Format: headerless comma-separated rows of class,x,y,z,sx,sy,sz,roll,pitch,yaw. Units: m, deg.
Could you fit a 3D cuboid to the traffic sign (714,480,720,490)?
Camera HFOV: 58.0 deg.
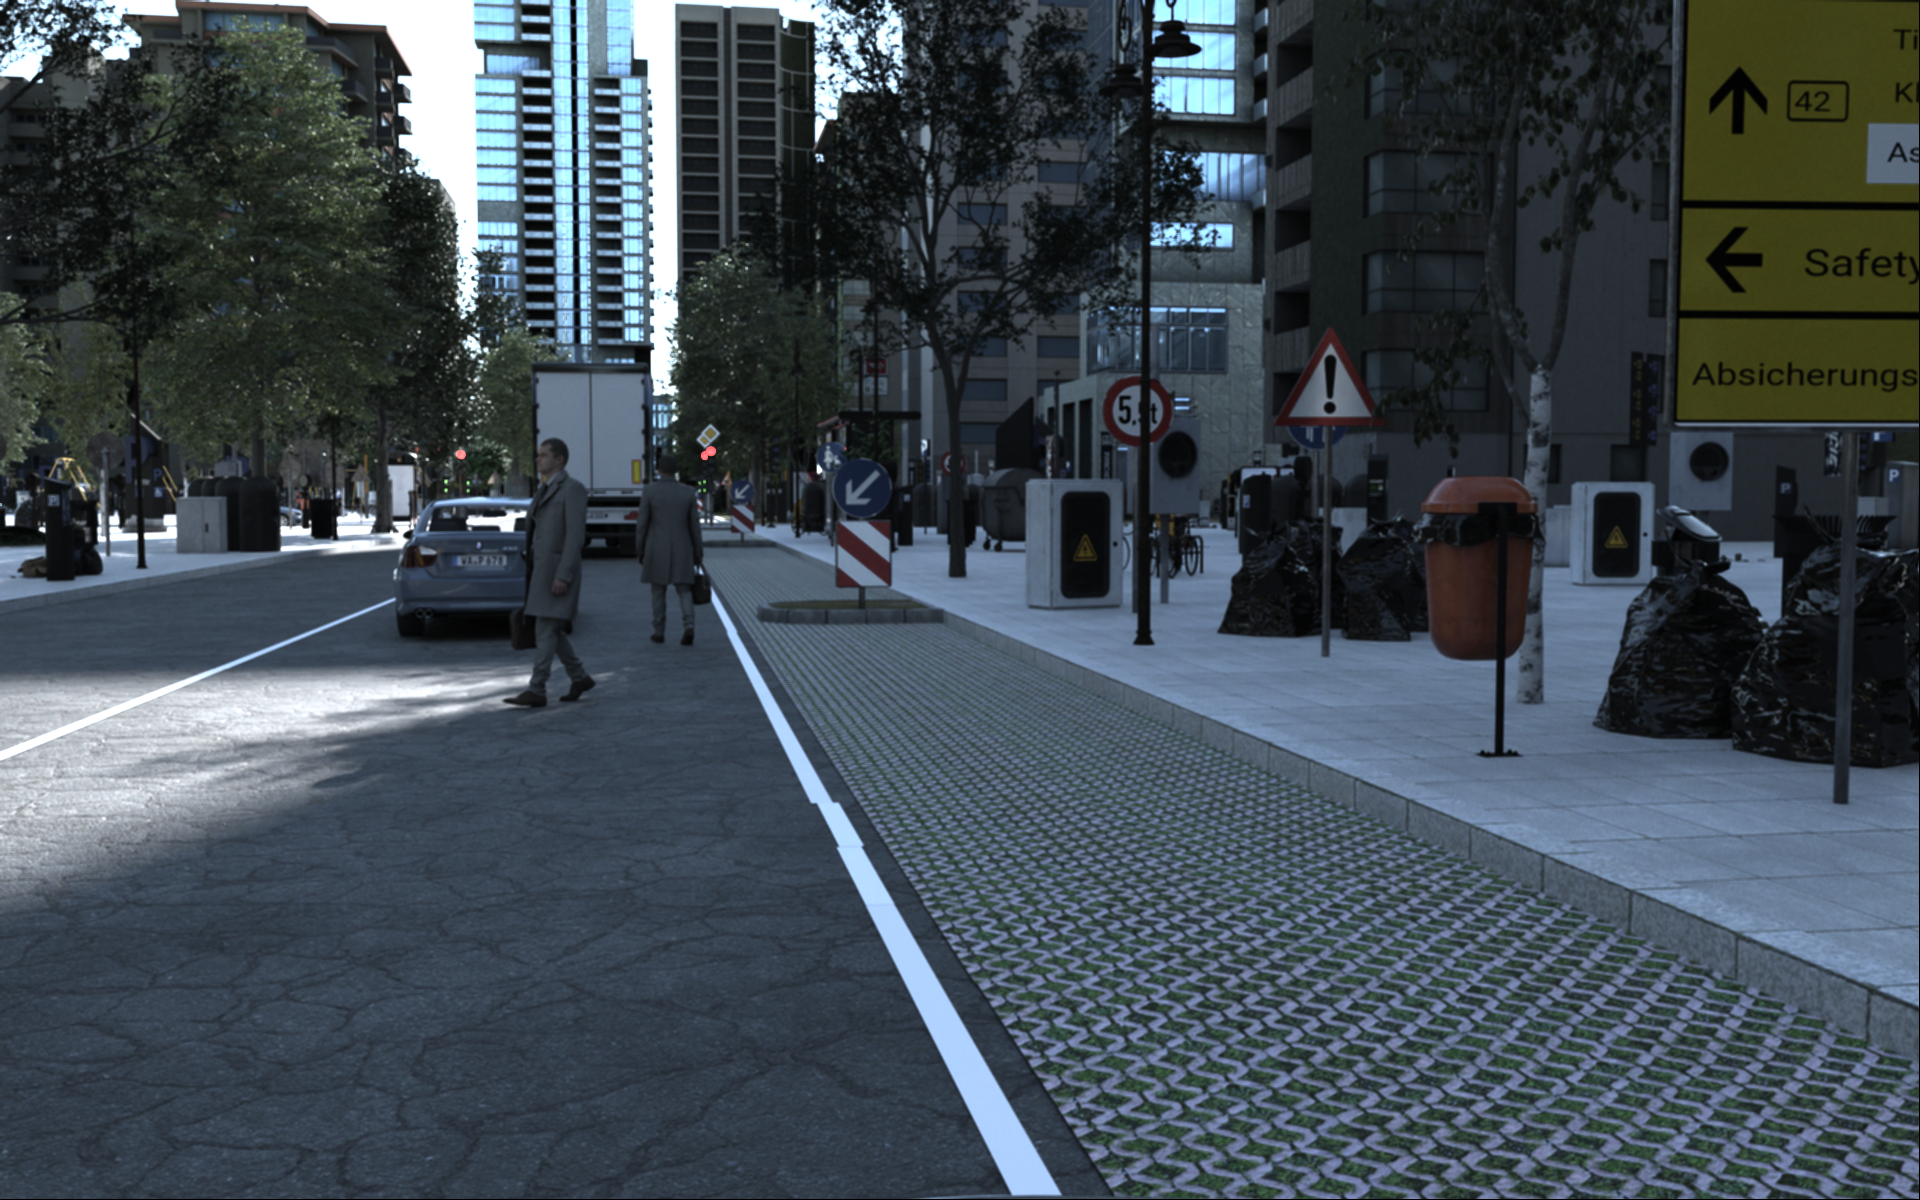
traffic sign,-21.212,-9.229,151.006,0.768,2.556,0.104,0,4,-3

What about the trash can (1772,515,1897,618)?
trash can,5.849,0.001,11.630,0.748,1.137,0.748,0,3,0

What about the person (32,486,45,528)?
person,-36.362,-3.678,68.411,0.659,1.850,0.755,0,4,2

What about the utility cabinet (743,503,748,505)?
utility cabinet,-11.393,-4.959,92.242,0.306,1.237,1.020,0,4,-4

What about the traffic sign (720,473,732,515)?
traffic sign,-14.144,-6.434,105.201,0.884,2.594,0.081,0,4,-2

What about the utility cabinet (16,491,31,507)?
utility cabinet,-68.281,-7.195,126.323,0.318,1.500,1.173,1,4,8

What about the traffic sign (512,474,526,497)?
traffic sign,-28.332,-6.802,111.209,0.884,2.594,0.081,0,4,-4

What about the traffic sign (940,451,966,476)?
traffic sign,-0.198,-3.092,50.654,0.768,2.556,0.104,0,4,-8

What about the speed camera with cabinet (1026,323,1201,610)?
speed camera with cabinet,1.758,-1.552,19.710,2.038,3.252,0.660,-2,4,-29

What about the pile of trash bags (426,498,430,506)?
pile of trash bags,-37.809,-6.750,120.118,3.447,1.369,1.912,-1,4,-13

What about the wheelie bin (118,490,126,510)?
wheelie bin,-41.097,-4.748,85.538,0.980,1.594,0.693,0,4,5

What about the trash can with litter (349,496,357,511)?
trash can with litter,-46.732,-7.505,134.101,1.055,1.170,0.624,-1,4,-17

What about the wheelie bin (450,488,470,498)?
wheelie bin,-24.482,-4.709,84.897,0.980,1.594,0.693,-1,4,-18

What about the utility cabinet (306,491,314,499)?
utility cabinet,-47.806,-7.201,126.413,1.173,1.500,0.318,-2,4,-26

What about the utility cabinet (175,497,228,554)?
utility cabinet,-16.405,-1.608,37.460,1.020,1.237,0.306,0,4,6

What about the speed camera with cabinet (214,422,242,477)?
speed camera with cabinet,-20.266,-3.309,48.438,0.660,3.252,2.038,0,4,-7

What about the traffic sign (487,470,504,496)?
traffic sign,-24.734,-5.638,92.184,0.884,2.594,0.081,0,4,-2

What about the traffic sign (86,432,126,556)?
traffic sign,-17.534,-2.170,35.580,0.768,2.556,0.104,0,4,-6

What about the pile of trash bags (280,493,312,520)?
pile of trash bags,-38.595,-5.381,97.732,3.447,1.369,1.912,-3,5,-45

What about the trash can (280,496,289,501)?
trash can,-45.132,-6.362,115.664,0.748,1.137,0.748,0,3,0

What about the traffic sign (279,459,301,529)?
traffic sign,-24.331,-3.840,62.890,0.768,2.556,0.104,0,4,-7

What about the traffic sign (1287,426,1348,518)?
traffic sign,4.127,-1.223,20.105,0.768,2.556,0.104,0,4,-7

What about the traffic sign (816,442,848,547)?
traffic sign,-3.116,-2.576,42.218,0.768,2.556,0.104,0,4,-5

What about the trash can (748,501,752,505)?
trash can,-10.609,-4.747,89.272,0.748,1.137,0.748,0,3,0

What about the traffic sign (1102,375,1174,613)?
traffic sign,1.899,-1.131,18.604,0.768,2.556,0.104,0,4,-1

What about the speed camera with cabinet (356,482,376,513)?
speed camera with cabinet,-39.598,-7.441,116.003,0.660,3.252,2.038,1,4,14

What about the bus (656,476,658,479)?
bus,-31.442,-10.965,174.136,2.948,3.499,13.247,-1,4,-9

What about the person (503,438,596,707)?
person,-2.802,-0.195,11.790,0.767,1.812,0.694,-3,4,-37

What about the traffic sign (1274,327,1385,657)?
traffic sign,2.886,-0.832,13.599,0.884,2.594,0.081,0,4,-4

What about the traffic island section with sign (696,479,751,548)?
traffic island section with sign,-6.044,-2.345,46.965,1.989,1.847,2.006,-1,4,-10

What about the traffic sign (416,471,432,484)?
traffic sign,-28.745,-5.681,92.893,0.884,2.594,0.081,0,3,0

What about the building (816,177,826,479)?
building,-8.171,-41.440,266.777,27.495,52.752,28.713,-1,4,-10

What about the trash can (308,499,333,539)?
trash can,-18.316,-2.328,49.710,0.748,1.137,0.748,0,3,0

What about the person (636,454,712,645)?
person,-2.761,-0.488,16.586,0.694,1.812,0.767,-1,4,-20

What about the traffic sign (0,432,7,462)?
traffic sign,-18.108,-1.963,32.208,0.768,2.556,0.104,0,4,-3

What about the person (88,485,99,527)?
person,-34.290,-3.641,68.455,0.576,1.772,0.534,1,4,16

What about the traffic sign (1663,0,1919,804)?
traffic sign,3.979,-0.809,7.101,2.265,3.308,0.079,0,4,-3

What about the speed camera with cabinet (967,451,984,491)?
speed camera with cabinet,1.390,-5.237,79.956,2.038,3.252,0.660,-1,4,-12

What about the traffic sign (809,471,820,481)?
traffic sign,-8.239,-5.951,97.406,0.768,2.556,0.104,0,4,0

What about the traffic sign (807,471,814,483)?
traffic sign,-8.288,-5.732,93.727,0.884,2.594,0.081,0,4,-1

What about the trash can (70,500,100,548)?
trash can,-21.031,-1.829,41.551,0.748,1.137,0.748,0,3,0

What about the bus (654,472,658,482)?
bus,-29.079,-10.181,158.004,2.896,3.916,12.252,-1,4,-8

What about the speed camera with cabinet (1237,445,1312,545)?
speed camera with cabinet,7.660,-2.922,42.107,0.660,3.252,2.038,-2,4,-35

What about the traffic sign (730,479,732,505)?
traffic sign,-15.000,-6.827,113.756,0.606,2.300,0.079,0,4,-2

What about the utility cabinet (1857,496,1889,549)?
utility cabinet,19.910,-1.638,37.938,0.306,1.237,1.020,0,4,-2

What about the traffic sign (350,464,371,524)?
traffic sign,-25.606,-4.526,74.006,0.884,2.594,0.081,0,4,-4

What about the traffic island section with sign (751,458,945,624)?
traffic island section with sign,-1.313,-0.690,19.902,1.989,1.847,2.006,-1,4,-10

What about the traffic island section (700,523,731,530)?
traffic island section,-11.272,-3.346,76.989,2.009,0.180,2.903,-1,4,-10

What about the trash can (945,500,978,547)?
trash can,-0.001,-1.848,41.867,0.748,1.137,0.748,0,3,0

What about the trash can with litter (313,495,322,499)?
trash can with litter,-40.470,-5.929,107.997,2.233,1.210,1.678,-3,4,-36

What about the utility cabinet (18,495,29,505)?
utility cabinet,-45.020,-4.410,83.263,0.306,1.237,1.020,-3,4,-39

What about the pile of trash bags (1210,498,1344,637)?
pile of trash bags,4.059,-0.421,16.637,1.912,1.369,3.447,3,5,41

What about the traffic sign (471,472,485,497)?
traffic sign,-25.395,-5.500,91.105,0.795,2.450,0.064,0,4,-3

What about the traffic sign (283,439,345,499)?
traffic sign,-24.089,-4.324,64.578,2.265,3.308,0.079,0,4,-2

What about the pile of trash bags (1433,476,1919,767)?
pile of trash bags,3.994,0.051,8.927,3.447,1.369,1.912,-1,4,-10

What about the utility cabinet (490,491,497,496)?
utility cabinet,-29.859,-6.214,110.277,0.318,1.500,1.173,1,4,10

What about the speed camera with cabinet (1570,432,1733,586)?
speed camera with cabinet,9.678,-1.829,24.240,2.038,3.252,0.660,0,4,1

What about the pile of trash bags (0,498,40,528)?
pile of trash bags,-35.906,-3.325,64.112,3.447,1.369,1.912,-1,4,-12

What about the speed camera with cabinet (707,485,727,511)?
speed camera with cabinet,-18.031,-8.336,130.629,2.038,3.252,0.660,-1,4,-19
